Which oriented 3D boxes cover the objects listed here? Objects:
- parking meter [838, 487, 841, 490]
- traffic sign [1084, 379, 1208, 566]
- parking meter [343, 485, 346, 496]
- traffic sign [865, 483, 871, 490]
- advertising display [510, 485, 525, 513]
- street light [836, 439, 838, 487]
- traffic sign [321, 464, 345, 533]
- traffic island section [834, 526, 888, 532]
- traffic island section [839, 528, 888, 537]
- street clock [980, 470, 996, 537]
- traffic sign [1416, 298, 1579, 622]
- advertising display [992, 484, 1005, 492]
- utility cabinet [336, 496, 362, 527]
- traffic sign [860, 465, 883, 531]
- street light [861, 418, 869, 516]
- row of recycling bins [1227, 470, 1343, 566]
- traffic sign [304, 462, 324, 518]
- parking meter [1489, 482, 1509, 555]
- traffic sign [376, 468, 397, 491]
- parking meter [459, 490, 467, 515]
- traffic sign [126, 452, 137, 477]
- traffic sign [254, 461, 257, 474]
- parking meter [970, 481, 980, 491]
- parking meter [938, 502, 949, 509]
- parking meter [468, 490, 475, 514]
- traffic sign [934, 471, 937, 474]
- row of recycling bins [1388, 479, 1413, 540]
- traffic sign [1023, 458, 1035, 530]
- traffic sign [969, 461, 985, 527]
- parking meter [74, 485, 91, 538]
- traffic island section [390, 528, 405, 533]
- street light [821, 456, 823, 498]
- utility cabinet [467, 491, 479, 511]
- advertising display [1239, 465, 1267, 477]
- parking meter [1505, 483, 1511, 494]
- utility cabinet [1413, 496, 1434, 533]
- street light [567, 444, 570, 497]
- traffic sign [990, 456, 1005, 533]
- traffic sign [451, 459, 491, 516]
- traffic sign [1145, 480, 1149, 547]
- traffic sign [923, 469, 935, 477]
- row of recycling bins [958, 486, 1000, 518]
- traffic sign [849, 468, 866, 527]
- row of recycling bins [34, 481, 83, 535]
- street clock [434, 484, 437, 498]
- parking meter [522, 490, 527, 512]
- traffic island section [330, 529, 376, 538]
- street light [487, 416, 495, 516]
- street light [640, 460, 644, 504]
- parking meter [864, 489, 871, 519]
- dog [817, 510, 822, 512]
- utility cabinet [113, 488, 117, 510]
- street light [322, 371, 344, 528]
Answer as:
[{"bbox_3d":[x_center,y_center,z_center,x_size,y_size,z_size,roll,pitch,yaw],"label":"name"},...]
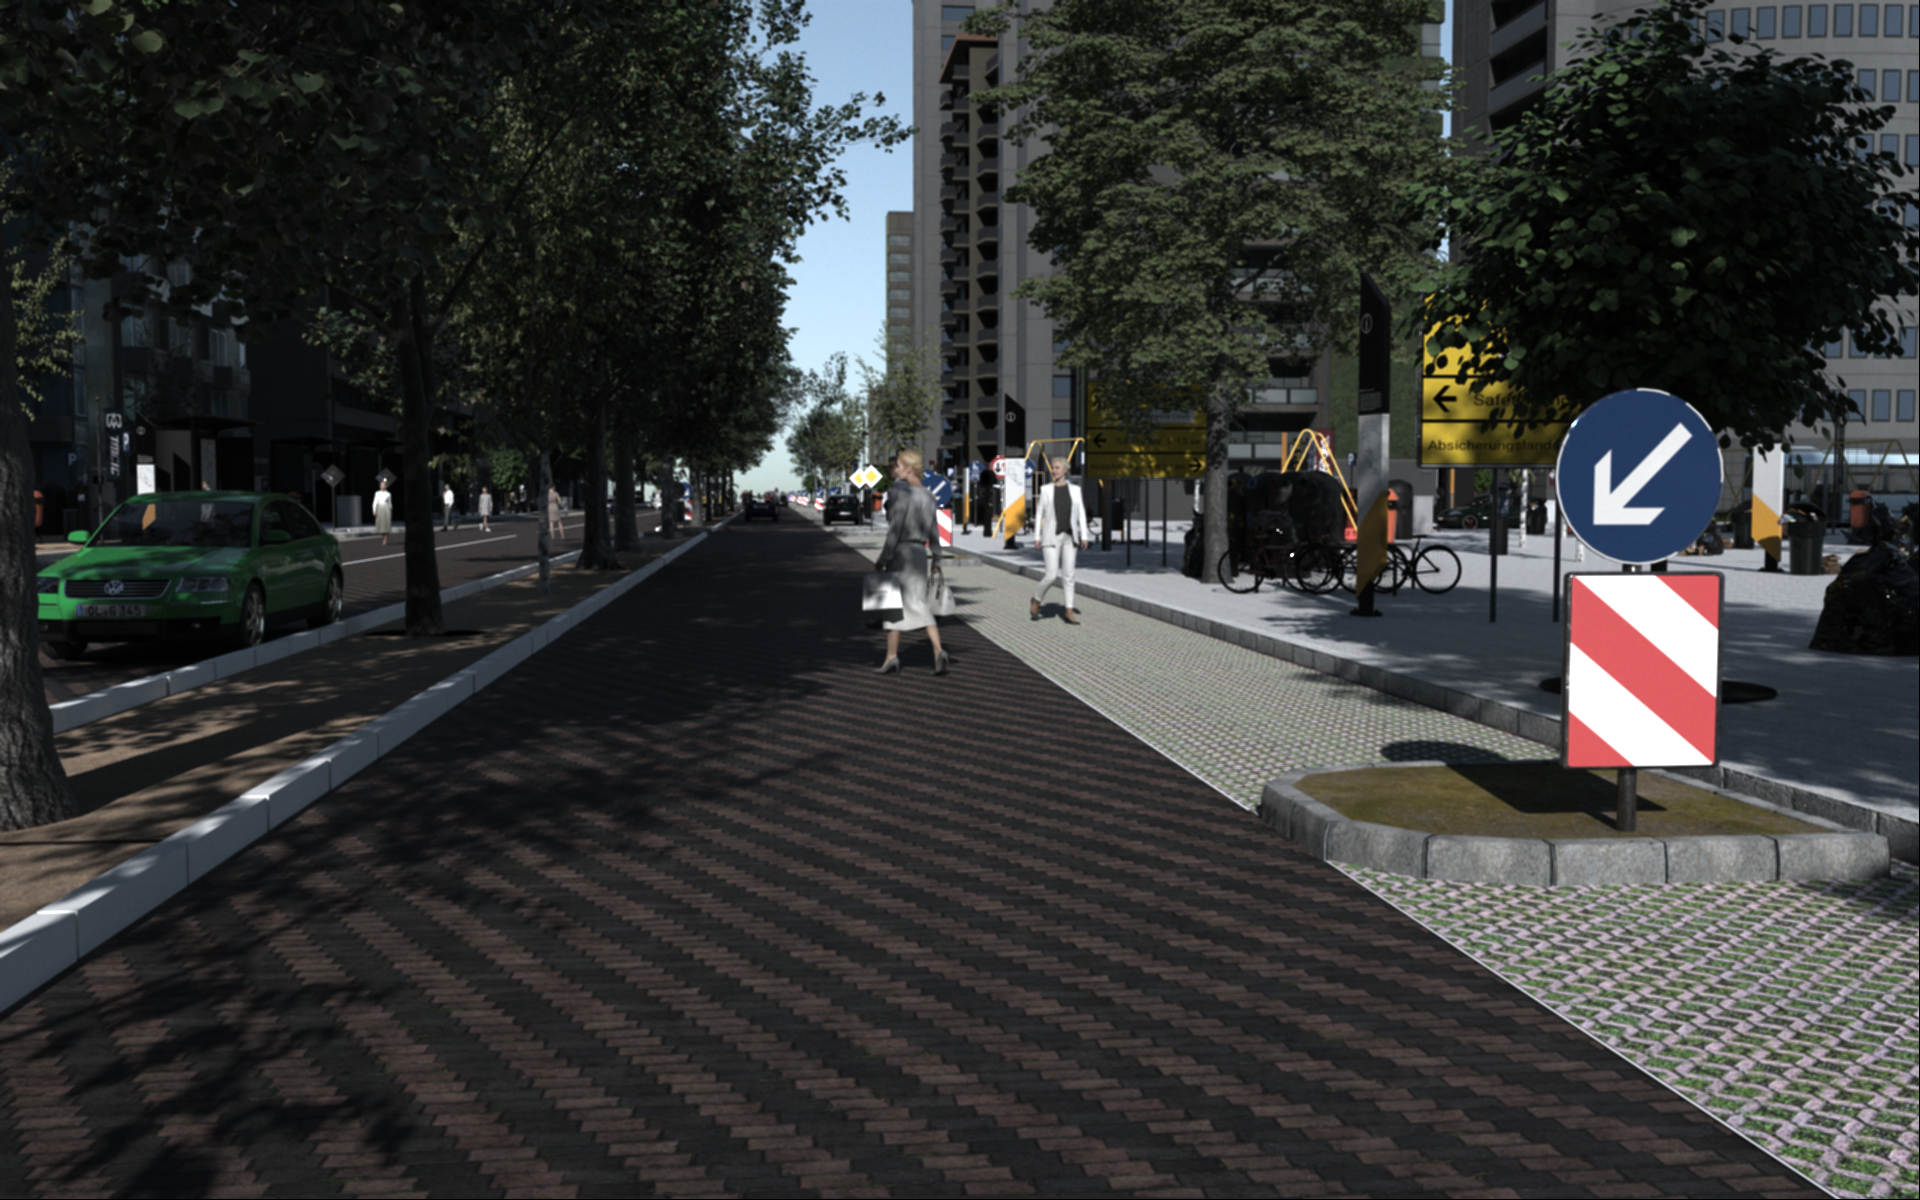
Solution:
[{"bbox_3d":[-9.675,-8.160,139.133,0.255,1.863,0.399,0,4,-8],"label":"parking meter"},{"bbox_3d":[3.317,-2.251,30.670,2.265,3.308,0.079,0,4,-4],"label":"traffic sign"},{"bbox_3d":[-39.753,-6.519,112.299,0.255,1.863,0.399,2,4,33],"label":"parking meter"},{"bbox_3d":[-5.292,-6.231,101.976,0.768,2.556,0.104,0,4,-3],"label":"traffic sign"},{"bbox_3d":[-30.161,-6.896,117.961,0.974,1.923,0.123,-1,4,-15],"label":"advertising display"},{"bbox_3d":[-10.074,-10.312,141.385,0.468,5.910,1.993,0,4,-6],"label":"street light"},{"bbox_3d":[-20.778,-3.290,57.431,0.795,2.450,0.064,0,4,-6],"label":"traffic sign"},{"bbox_3d":[-3.883,-2.757,67.362,2.009,0.180,2.903,0,4,-6],"label":"traffic island section"},{"bbox_3d":[-3.015,-2.272,59.424,2.009,0.180,2.903,0,4,-6],"label":"traffic island section"},{"bbox_3d":[0.830,-2.883,51.710,0.358,2.002,0.471,-3,5,-44],"label":"street clock"},{"bbox_3d":[5.665,-1.431,17.272,2.265,3.308,0.079,0,4,-2],"label":"traffic sign"},{"bbox_3d":[2.602,-6.588,112.923,0.974,1.923,0.123,0,4,1],"label":"advertising display"},{"bbox_3d":[-23.688,-3.412,66.956,1.020,1.237,0.306,0,4,6],"label":"utility cabinet"},{"bbox_3d":[-3.037,-3.407,59.344,0.795,2.450,0.064,0,4,-6],"label":"traffic sign"},{"bbox_3d":[-5.722,-7.988,103.383,0.468,5.910,1.993,0,4,-6],"label":"street light"},{"bbox_3d":[5.804,-1.500,31.633,1.069,1.692,3.534,-1,4,-20],"label":"row of recycling bins"},{"bbox_3d":[-25.703,-4.209,68.921,0.768,2.556,0.104,0,4,-1],"label":"traffic sign"},{"bbox_3d":[11.337,-1.713,36.423,0.372,1.533,0.369,0,3,0],"label":"parking meter"},{"bbox_3d":[-21.647,-3.775,65.369,0.795,2.450,0.064,0,4,-6],"label":"traffic sign"},{"bbox_3d":[-30.119,-6.064,104.862,0.399,1.863,0.255,1,4,11],"label":"parking meter"},{"bbox_3d":[-24.526,-3.159,51.754,0.768,2.556,0.104,0,4,-1],"label":"traffic sign"},{"bbox_3d":[-23.621,-3.494,57.240,0.768,2.556,0.104,0,4,2],"label":"traffic sign"},{"bbox_3d":[0.748,-5.334,92.919,0.399,1.863,0.255,-1,4,-15],"label":"parking meter"},{"bbox_3d":[-0.667,-3.832,71.068,0.372,1.533,0.369,0,3,0],"label":"parking meter"},{"bbox_3d":[-32.005,-6.427,113.490,0.372,1.533,0.369,0,3,0],"label":"parking meter"},{"bbox_3d":[-1.489,-5.829,95.411,0.768,2.556,0.104,0,4,3],"label":"traffic sign"},{"bbox_3d":[12.659,-2.644,50.340,1.069,1.692,3.534,1,4,11],"label":"row of recycling bins"},{"bbox_3d":[2.265,-3.724,60.991,0.768,2.556,0.104,0,4,-2],"label":"traffic sign"},{"bbox_3d":[0.605,-4.119,67.450,0.768,2.556,0.104,0,4,3],"label":"traffic sign"},{"bbox_3d":[-23.875,-2.368,47.121,0.372,1.533,0.369,0,3,0],"label":"parking meter"},{"bbox_3d":[-21.669,-2.639,65.428,2.009,0.180,2.903,0,4,-6],"label":"traffic island section"},{"bbox_3d":[-14.284,-12.664,179.847,0.468,5.910,1.993,0,4,-6],"label":"street light"},{"bbox_3d":[-36.556,-7.465,130.723,1.173,1.500,0.318,-2,4,-31],"label":"utility cabinet"},{"bbox_3d":[6.588,-2.067,39.005,0.123,1.923,0.974,3,5,43],"label":"advertising display"},{"bbox_3d":[27.622,-5.004,87.523,0.255,1.863,0.399,-1,4,-19],"label":"parking meter"},{"bbox_3d":[15.099,-2.791,56.795,1.020,1.237,0.306,-3,5,-40],"label":"utility cabinet"},{"bbox_3d":[-32.099,-10.338,141.815,0.468,5.910,1.993,0,4,-6],"label":"street light"},{"bbox_3d":[1.372,-3.524,57.726,0.768,2.556,0.104,0,4,-3],"label":"traffic sign"},{"bbox_3d":[-28.519,-6.550,100.971,2.265,3.308,0.079,0,4,-4],"label":"traffic sign"},{"bbox_3d":[4.526,-2.553,41.844,0.768,2.556,0.104,0,4,3],"label":"traffic sign"},{"bbox_3d":[-1.644,-5.451,89.232,0.768,2.556,0.104,0,4,1],"label":"traffic sign"},{"bbox_3d":[0.982,-5.392,95.273,1.069,1.692,3.534,-3,4,-37],"label":"row of recycling bins"},{"bbox_3d":[-3.906,-3.892,67.282,0.795,2.450,0.064,0,4,-6],"label":"traffic sign"},{"bbox_3d":[-28.848,-2.896,54.463,3.534,1.692,1.069,0,4,7],"label":"row of recycling bins"},{"bbox_3d":[-38.065,-7.393,125.442,0.358,2.002,0.471,-2,4,-23],"label":"street clock"},{"bbox_3d":[-30.492,-6.900,121.224,0.372,1.533,0.369,0,3,0],"label":"parking meter"},{"bbox_3d":[-20.801,-2.153,57.490,2.009,0.180,2.903,0,4,-6],"label":"traffic island section"},{"bbox_3d":[-27.902,-7.985,103.335,0.468,5.910,1.993,0,4,-6],"label":"street light"},{"bbox_3d":[-41.095,-15.369,224.072,0.468,5.910,1.993,0,4,-6],"label":"street light"},{"bbox_3d":[-4.844,-5.042,90.848,0.372,1.533,0.369,0,3,0],"label":"parking meter"},{"bbox_3d":[-11.173,-7.334,136.744,0.800,0.831,0.513,-2,4,-30],"label":"dog"},{"bbox_3d":[-31.799,-3.435,64.848,0.318,1.500,1.173,-2,4,-30],"label":"utility cabinet"},{"bbox_3d":[-23.604,-5.660,65.328,0.468,5.910,1.993,0,4,-6],"label":"street light"}]
